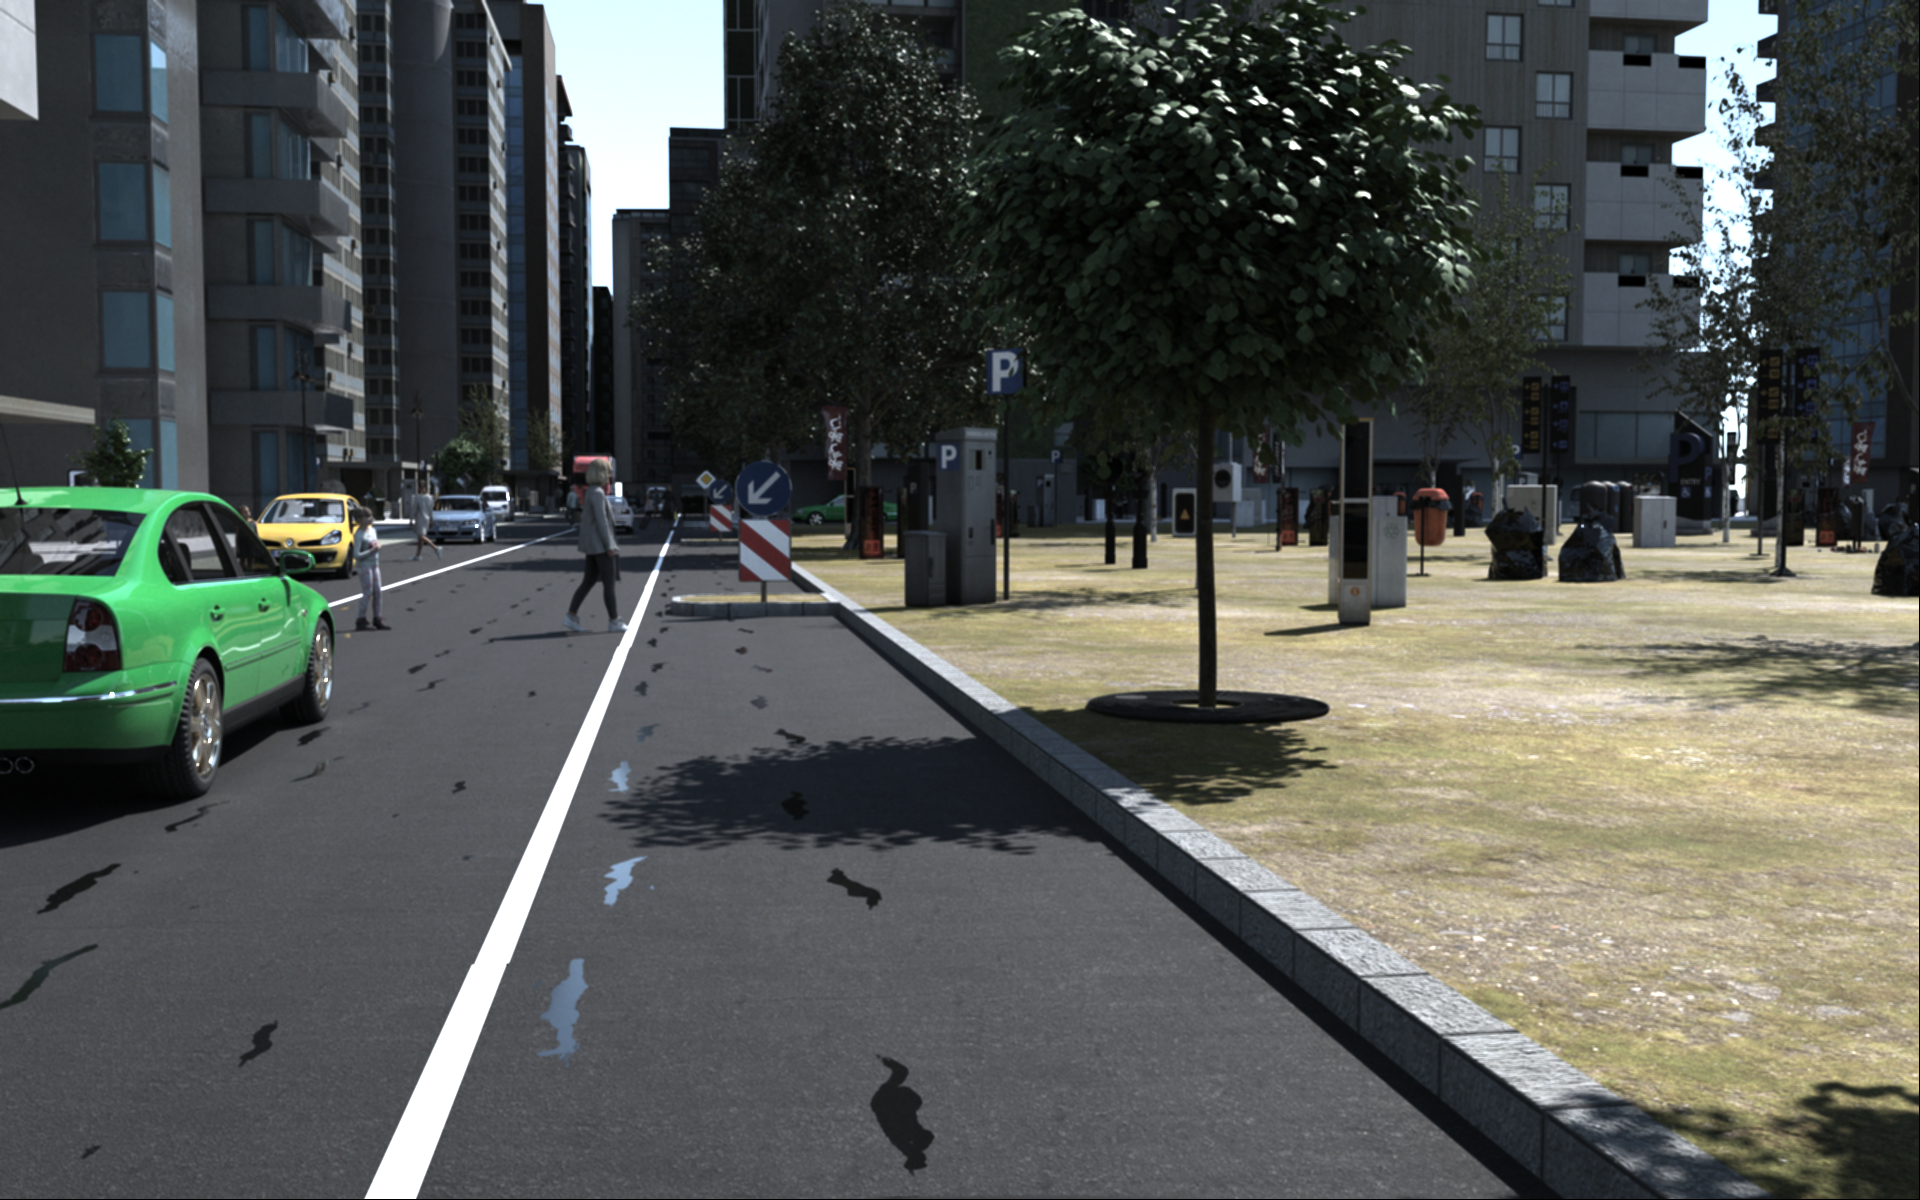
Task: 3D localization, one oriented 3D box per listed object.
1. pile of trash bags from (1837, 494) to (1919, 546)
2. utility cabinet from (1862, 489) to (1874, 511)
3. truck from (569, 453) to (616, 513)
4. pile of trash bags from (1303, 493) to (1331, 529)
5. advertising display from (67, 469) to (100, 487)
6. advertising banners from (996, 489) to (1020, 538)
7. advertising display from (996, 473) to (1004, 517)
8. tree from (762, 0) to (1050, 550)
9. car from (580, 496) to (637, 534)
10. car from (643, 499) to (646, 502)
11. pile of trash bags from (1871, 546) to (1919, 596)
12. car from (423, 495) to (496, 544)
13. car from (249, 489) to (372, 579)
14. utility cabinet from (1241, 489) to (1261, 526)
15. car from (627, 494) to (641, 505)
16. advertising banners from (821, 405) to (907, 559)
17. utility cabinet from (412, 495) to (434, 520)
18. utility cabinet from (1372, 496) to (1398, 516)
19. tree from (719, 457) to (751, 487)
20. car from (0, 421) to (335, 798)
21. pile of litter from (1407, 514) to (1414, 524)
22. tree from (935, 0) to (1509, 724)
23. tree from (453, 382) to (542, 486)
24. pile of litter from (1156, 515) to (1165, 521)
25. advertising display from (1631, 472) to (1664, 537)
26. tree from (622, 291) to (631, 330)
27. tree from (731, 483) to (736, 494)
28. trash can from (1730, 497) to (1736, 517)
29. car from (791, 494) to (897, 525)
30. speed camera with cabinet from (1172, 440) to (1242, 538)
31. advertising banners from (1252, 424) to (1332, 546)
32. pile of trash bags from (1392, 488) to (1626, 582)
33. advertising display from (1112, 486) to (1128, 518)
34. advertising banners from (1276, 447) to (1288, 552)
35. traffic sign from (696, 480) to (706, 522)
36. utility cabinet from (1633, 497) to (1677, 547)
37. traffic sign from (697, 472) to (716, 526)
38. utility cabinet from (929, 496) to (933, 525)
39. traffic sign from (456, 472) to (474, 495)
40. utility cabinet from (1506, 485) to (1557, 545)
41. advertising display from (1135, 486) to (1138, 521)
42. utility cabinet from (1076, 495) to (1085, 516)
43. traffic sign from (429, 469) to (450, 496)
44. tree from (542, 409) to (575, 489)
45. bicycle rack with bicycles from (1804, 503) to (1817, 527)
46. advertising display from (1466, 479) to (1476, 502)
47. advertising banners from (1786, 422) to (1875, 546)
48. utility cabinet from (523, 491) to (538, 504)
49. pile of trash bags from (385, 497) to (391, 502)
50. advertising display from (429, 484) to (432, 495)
[{"bbox_3d":[25.140,-2.291,47.207,1.912,1.369,3.447,-1,4,-10],"label":"pile of trash bags"},{"bbox_3d":[40.972,-4.253,78.223,0.318,1.500,1.173,1,4,20],"label":"utility cabinet"},{"bbox_3d":[-25.547,-8.081,121.037,2.839,4.237,11.283,-1,4,-9],"label":"truck"},{"bbox_3d":[13.541,-3.292,63.570,1.912,1.369,3.447,1,4,12],"label":"pile of trash bags"},{"bbox_3d":[-22.753,-2.449,45.251,0.974,1.923,0.123,-2,4,-33],"label":"advertising display"},{"bbox_3d":[1.086,-3.307,50.250,0.090,3.025,2.074,3,4,39],"label":"advertising banners"},{"bbox_3d":[1.099,-2.929,53.109,0.974,1.923,0.123,3,5,43],"label":"advertising display"},{"bbox_3d":[-2.166,-7.532,40.164,9.611,12.733,9.660,0,3,0],"label":"tree"},{"bbox_3d":[-13.035,-3.166,64.131,2.083,1.381,4.827,-1,4,-10],"label":"car"},{"bbox_3d":[-29.644,-9.482,167.615,1.945,1.354,3.894,-1,4,-11],"label":"car"},{"bbox_3d":[13.505,-0.732,21.714,3.447,1.369,1.912,0,3,0],"label":"pile of trash bags"},{"bbox_3d":[-14.724,-2.379,50.903,2.014,1.417,4.499,0,4,-8],"label":"car"},{"bbox_3d":[-11.341,-1.227,30.286,2.015,1.641,3.980,-1,4,-10],"label":"car"},{"bbox_3d":[11.371,-3.685,68.926,1.173,1.500,0.318,0,4,2],"label":"utility cabinet"},{"bbox_3d":[-42.534,-13.051,225.384,2.014,1.417,4.499,0,4,-7],"label":"car"},{"bbox_3d":[-1.726,-2.331,34.304,2.074,3.025,0.090,-1,4,-16],"label":"advertising banners"},{"bbox_3d":[-26.729,-4.588,86.168,1.020,1.237,0.306,-1,4,-13],"label":"utility cabinet"},{"bbox_3d":[14.283,-2.906,58.674,1.020,1.237,0.306,0,4,-3],"label":"utility cabinet"},{"bbox_3d":[-12.207,-7.132,100.319,4.285,4.588,4.351,0,3,0],"label":"tree"},{"bbox_3d":[-4.656,-0.037,9.396,1.959,1.807,4.718,-1,4,-9],"label":"car"},{"bbox_3d":[19.434,-3.641,73.501,1.176,0.858,1.719,-3,5,-44],"label":"pile of litter"},{"bbox_3d":[1.479,-1.627,10.311,4.285,4.588,4.351,0,3,0],"label":"tree"},{"bbox_3d":[-30.724,-9.931,112.734,4.737,8.622,4.395,0,3,0],"label":"tree"},{"bbox_3d":[9.241,-4.211,82.817,1.719,0.858,1.176,-3,5,-41],"label":"pile of litter"},{"bbox_3d":[20.384,-2.823,51.375,0.123,1.923,0.974,-3,4,-36],"label":"advertising display"},{"bbox_3d":[-6.069,-8.529,56.451,9.611,12.733,9.660,0,3,0],"label":"tree"},{"bbox_3d":[-20.763,-9.789,154.655,1.663,3.219,1.824,0,3,0],"label":"tree"},{"bbox_3d":[43.630,-5.291,98.159,0.748,1.137,0.748,0,3,0],"label":"trash can"},{"bbox_3d":[-4.972,-4.075,75.417,4.718,1.807,1.959,-1,4,-10],"label":"car"},{"bbox_3d":[7.295,-3.482,51.272,2.038,3.252,0.660,3,4,37],"label":"speed camera with cabinet"},{"bbox_3d":[8.221,-2.873,43.154,2.074,3.025,0.090,1,4,20],"label":"advertising banners"},{"bbox_3d":[8.569,-1.043,26.801,3.447,1.369,1.912,3,5,41],"label":"pile of trash bags"},{"bbox_3d":[8.422,-5.272,91.404,0.974,1.923,0.123,-1,4,-21],"label":"advertising display"},{"bbox_3d":[7.304,-2.645,39.440,0.090,3.025,2.074,1,4,14],"label":"advertising banners"},{"bbox_3d":[-11.546,-4.568,78.325,0.795,2.450,0.064,-1,4,-9],"label":"traffic sign"},{"bbox_3d":[16.781,-1.875,41.825,1.020,1.237,0.306,-1,4,-17],"label":"utility cabinet"},{"bbox_3d":[-10.307,-4.085,70.436,0.795,2.450,0.064,-1,4,-9],"label":"traffic sign"},{"bbox_3d":[-1.594,-3.704,71.718,1.020,1.237,0.306,-3,5,-42],"label":"utility cabinet"},{"bbox_3d":[-21.917,-4.470,76.723,0.795,2.450,0.064,-1,4,-9],"label":"traffic sign"},{"bbox_3d":[14.305,-2.122,43.376,1.173,1.500,0.318,2,4,31],"label":"utility cabinet"},{"bbox_3d":[7.068,-3.864,68.386,0.123,1.923,0.974,0,4,-5],"label":"advertising display"},{"bbox_3d":[6.909,-5.461,100.441,1.020,1.237,0.306,2,4,32],"label":"utility cabinet"},{"bbox_3d":[-20.678,-3.987,68.834,0.795,2.450,0.064,-1,4,-9],"label":"traffic sign"},{"bbox_3d":[-34.888,-11.971,146.089,4.737,8.622,4.395,0,3,0],"label":"tree"},{"bbox_3d":[32.955,-3.323,67.719,2.925,0.926,2.852,0,4,0],"label":"bicycle rack with bicycles"},{"bbox_3d":[22.300,-4.347,76.292,0.974,1.923,0.123,-2,4,-26],"label":"advertising display"},{"bbox_3d":[21.309,-2.837,42.568,2.074,3.025,0.090,3,5,41],"label":"advertising banners"},{"bbox_3d":[-36.547,-8.480,147.333,1.173,1.500,0.318,1,4,11],"label":"utility cabinet"},{"bbox_3d":[-37.245,-6.420,114.716,3.447,1.369,1.912,-3,4,-36],"label":"pile of trash bags"},{"bbox_3d":[-35.902,-6.804,116.461,0.974,1.923,0.123,2,4,27],"label":"advertising display"}]
